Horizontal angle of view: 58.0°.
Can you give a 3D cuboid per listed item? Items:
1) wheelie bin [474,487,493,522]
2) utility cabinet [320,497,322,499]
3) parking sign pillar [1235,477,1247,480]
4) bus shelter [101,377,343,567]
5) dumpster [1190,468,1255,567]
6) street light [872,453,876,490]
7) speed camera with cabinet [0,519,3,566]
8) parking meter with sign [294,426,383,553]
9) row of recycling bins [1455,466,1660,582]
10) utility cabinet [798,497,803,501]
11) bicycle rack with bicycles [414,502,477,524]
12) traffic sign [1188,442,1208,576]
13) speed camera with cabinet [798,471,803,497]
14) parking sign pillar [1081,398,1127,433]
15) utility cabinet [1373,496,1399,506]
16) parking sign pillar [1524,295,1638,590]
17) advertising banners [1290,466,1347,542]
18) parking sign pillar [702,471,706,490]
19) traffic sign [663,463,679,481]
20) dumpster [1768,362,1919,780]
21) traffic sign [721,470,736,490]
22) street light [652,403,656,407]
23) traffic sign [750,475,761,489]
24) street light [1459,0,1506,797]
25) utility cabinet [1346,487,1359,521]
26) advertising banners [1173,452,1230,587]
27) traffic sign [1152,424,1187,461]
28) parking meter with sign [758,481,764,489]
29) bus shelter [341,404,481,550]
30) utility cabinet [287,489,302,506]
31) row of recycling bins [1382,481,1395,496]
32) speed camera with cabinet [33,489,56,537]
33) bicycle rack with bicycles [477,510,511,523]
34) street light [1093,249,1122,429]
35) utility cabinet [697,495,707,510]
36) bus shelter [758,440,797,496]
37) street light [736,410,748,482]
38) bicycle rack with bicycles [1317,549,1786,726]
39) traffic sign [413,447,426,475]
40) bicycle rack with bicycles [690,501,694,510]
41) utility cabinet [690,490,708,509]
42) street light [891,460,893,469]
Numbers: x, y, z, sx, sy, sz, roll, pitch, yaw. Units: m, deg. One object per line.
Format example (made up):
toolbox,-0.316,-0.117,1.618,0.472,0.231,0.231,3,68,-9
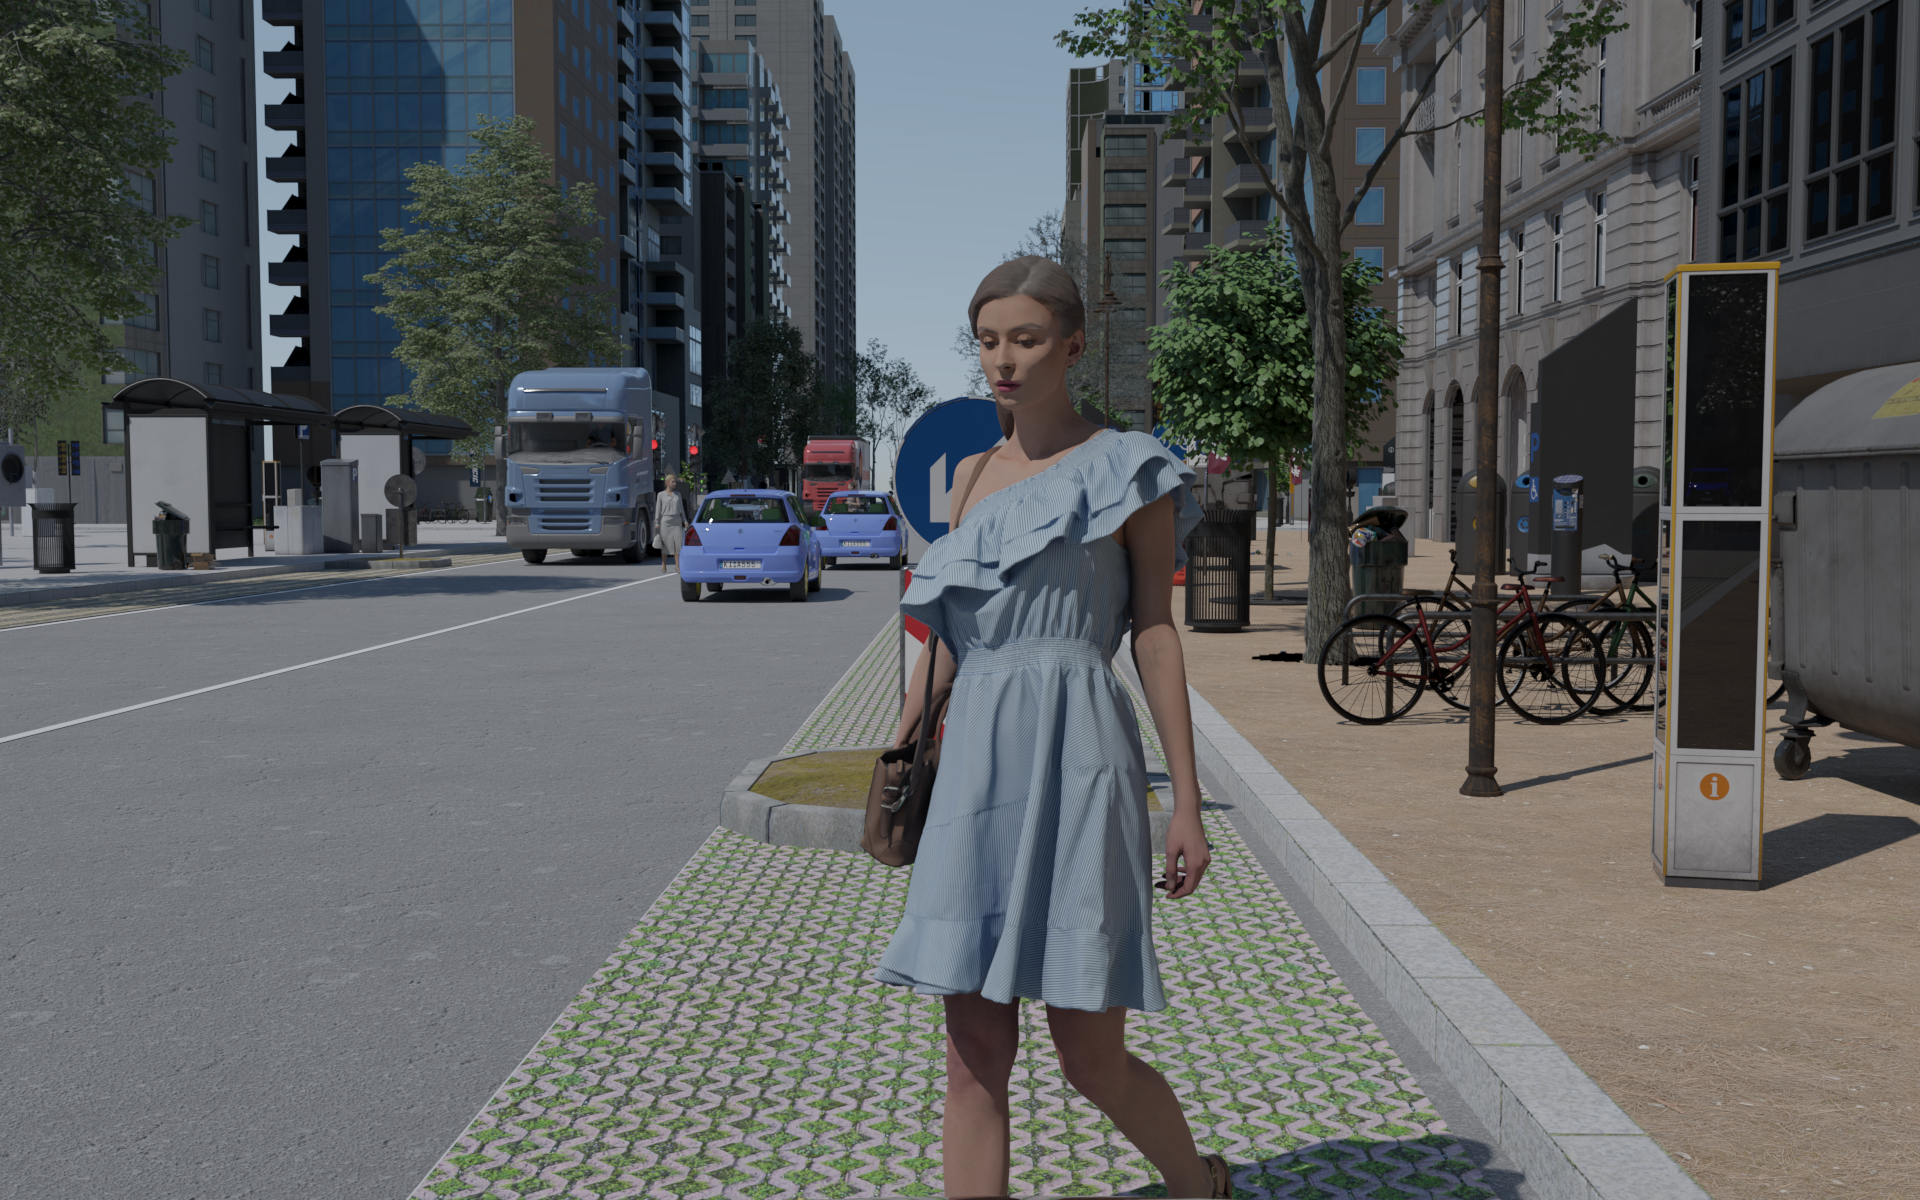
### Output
wheelie bin,-21.846,-4.377,79.476,0.980,1.594,0.693,1,4,13
utility cabinet,-19.650,-2.631,54.177,0.306,1.237,1.020,2,4,27
parking sign pillar,13.525,-5.955,85.835,1.447,3.967,1.447,-1,4,-13
bus shelter,-13.783,-2.374,32.735,2.014,3.302,5.546,0,4,1
dumpster,4.306,-1.452,29.499,1.264,1.857,1.865,0,4,1
street light,-9.651,-13.648,195.938,0.468,5.910,1.993,0,4,1
speed camera with cabinet,-17.140,-2.182,30.006,0.660,3.252,2.038,1,4,10
parking meter with sign,-13.442,-2.526,37.556,1.738,3.016,0.543,0,4,3
row of recycling bins,9.217,-1.191,26.585,1.069,1.692,3.534,-3,5,-42
utility cabinet,-12.673,-7.561,134.791,0.306,1.237,1.020,3,4,36
bicycle rack with bicycles,-22.266,-3.794,75.406,2.925,0.926,2.852,3,4,36
traffic sign,3.856,-1.531,27.156,0.606,2.300,0.079,0,4,3
speed camera with cabinet,-12.653,-8.480,132.976,2.038,3.252,0.660,-2,4,-32
parking sign pillar,4.063,-3.677,48.590,1.447,3.967,1.447,-1,4,-9
utility cabinet,13.436,-2.637,54.272,0.306,1.237,1.020,-3,5,-40
parking sign pillar,8.525,-2.157,23.747,1.447,3.967,1.447,0,4,-1
advertising banners,9.452,-3.042,45.926,0.090,3.025,2.074,-3,4,-36
parking sign pillar,-21.399,-9.355,141.430,1.447,3.967,1.447,-3,5,-40
traffic sign,-12.010,-4.371,71.464,0.884,2.594,0.081,0,4,3
dumpster,4.227,-0.076,7.009,1.264,1.857,1.865,0,4,1
traffic sign,-12.245,-5.612,91.753,0.884,2.594,0.081,0,4,7
street light,-12.364,-5.846,68.368,0.468,5.910,1.993,0,4,1
traffic sign,-13.498,-6.991,114.416,0.768,2.556,0.104,1,4,11
street light,2.228,-2.107,7.229,0.468,5.910,1.993,0,4,1
utility cabinet,12.023,-2.820,54.788,1.173,1.500,0.318,-1,4,-22
advertising banners,2.993,-1.705,24.063,2.074,3.025,0.090,3,5,41
traffic sign,3.465,-1.703,27.949,0.768,2.556,0.104,0,4,7
parking meter with sign,-15.330,-8.425,134.002,0.543,3.016,1.738,-1,4,-14
bus shelter,-13.377,-2.931,41.851,2.014,3.302,5.546,0,4,1
utility cabinet,-28.984,-4.082,75.425,0.318,1.500,1.173,-3,4,-36
row of recycling bins,14.472,-3.051,56.995,1.069,1.692,3.534,1,4,18
speed camera with cabinet,-27.978,-3.531,52.060,2.038,3.252,0.660,3,4,38
bicycle rack with bicycles,-13.400,-2.521,54.606,2.852,0.926,2.925,0,4,-4
street light,2.789,-3.678,32.925,0.468,5.910,1.993,0,4,1
utility cabinet,-12.027,-4.371,82.634,1.020,1.237,0.306,0,4,7
bus shelter,-12.592,-8.728,120.333,2.179,5.291,8.768,0,4,1
street light,-11.818,-7.418,94.064,0.468,5.910,1.993,0,4,1
bicycle rack with bicycles,3.538,0.176,10.502,2.925,0.926,2.852,0,4,6
traffic sign,-14.657,-2.826,46.312,0.768,2.556,0.104,0,4,4
bicycle rack with bicycles,-13.267,-4.543,87.663,2.925,0.926,2.852,-1,4,-12
utility cabinet,-14.120,-5.149,92.872,1.173,1.500,0.318,-3,4,-36
street light,-8.961,-15.652,228.690,0.468,5.910,1.993,0,4,1
